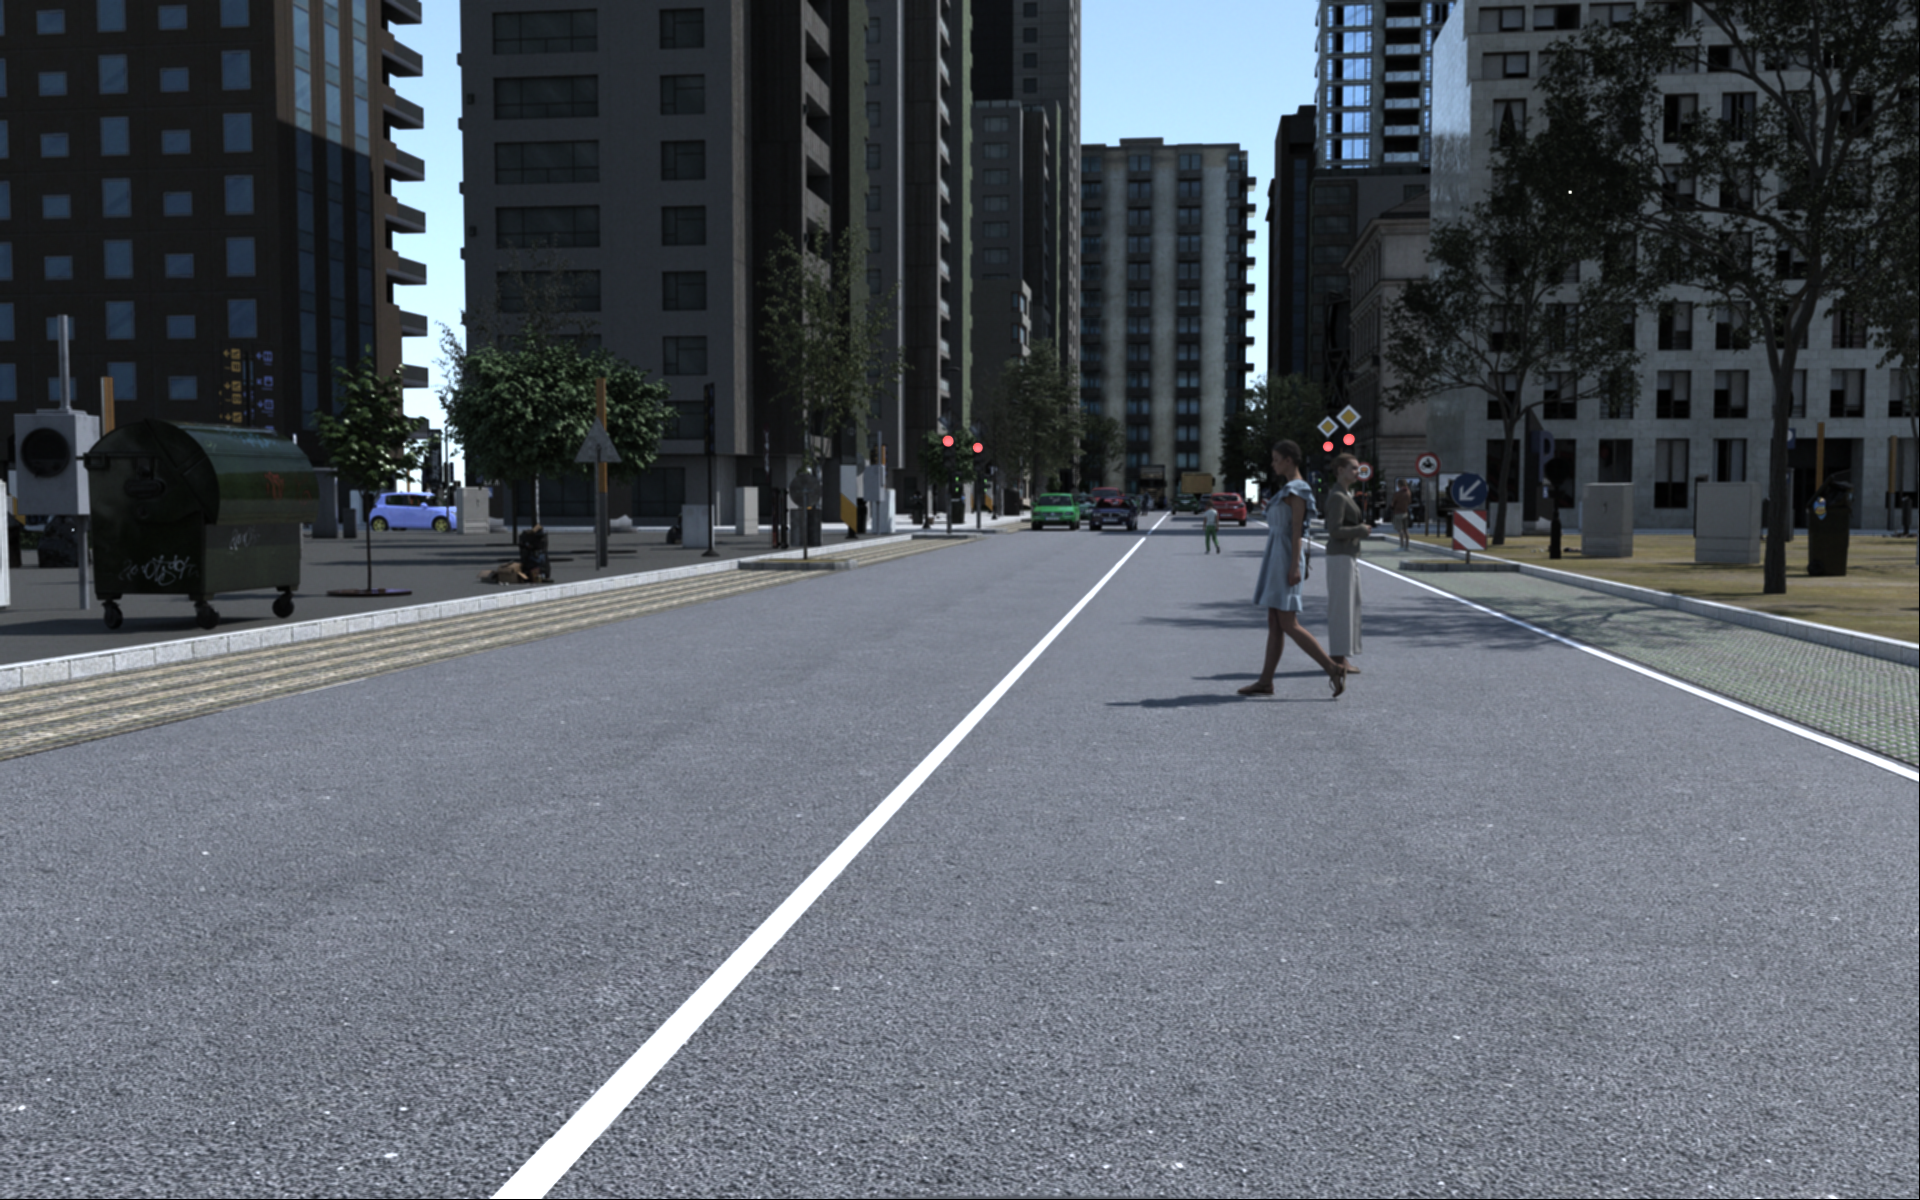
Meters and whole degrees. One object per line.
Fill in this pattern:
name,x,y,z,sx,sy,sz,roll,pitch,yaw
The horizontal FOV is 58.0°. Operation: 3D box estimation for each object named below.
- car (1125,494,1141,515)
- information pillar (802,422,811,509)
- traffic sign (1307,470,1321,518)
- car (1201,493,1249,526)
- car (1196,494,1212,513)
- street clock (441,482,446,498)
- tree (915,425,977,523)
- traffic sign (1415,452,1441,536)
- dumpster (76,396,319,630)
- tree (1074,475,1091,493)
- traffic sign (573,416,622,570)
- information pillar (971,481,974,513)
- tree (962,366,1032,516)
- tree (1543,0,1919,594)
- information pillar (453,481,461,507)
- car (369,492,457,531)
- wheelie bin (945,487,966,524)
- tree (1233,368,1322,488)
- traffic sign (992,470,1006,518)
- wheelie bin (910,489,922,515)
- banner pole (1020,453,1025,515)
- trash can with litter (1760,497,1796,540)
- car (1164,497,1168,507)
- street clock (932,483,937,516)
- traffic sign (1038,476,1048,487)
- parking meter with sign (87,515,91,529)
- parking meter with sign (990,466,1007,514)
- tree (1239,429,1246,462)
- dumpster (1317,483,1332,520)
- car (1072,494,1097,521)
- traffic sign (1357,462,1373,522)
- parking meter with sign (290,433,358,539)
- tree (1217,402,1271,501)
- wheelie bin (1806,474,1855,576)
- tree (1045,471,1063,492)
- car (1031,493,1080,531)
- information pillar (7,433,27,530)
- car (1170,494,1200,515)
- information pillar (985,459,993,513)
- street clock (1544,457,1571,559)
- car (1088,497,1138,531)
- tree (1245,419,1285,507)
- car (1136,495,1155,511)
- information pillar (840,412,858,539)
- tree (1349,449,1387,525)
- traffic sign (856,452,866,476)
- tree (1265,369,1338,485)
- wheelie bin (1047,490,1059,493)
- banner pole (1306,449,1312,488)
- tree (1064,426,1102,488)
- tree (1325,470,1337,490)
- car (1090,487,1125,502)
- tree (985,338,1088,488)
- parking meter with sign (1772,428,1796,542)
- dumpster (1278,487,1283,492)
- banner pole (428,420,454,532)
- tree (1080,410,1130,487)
car,11.722,-6.735,121.913,2.131,1.459,4.920,0,4,8
information pillar,-4.931,-3.937,55.723,0.183,3.616,0.504,1,4,21
traffic sign,18.945,-5.654,92.543,0.768,2.556,0.104,1,4,9
car,11.959,-4.223,78.094,2.155,1.783,4.494,0,4,7
car,19.106,-7.384,132.729,2.014,1.417,4.499,0,4,7
street clock,-30.368,-5.954,101.921,0.358,2.002,0.471,-1,4,-22
tree,-0.430,-5.720,77.229,4.285,4.588,4.351,0,3,0
traffic sign,14.251,-3.223,52.810,0.768,2.556,0.104,1,4,12
dumpster,-7.517,-0.897,17.156,1.502,2.255,1.985,0,4,7
tree,12.063,-10.858,172.130,1.663,3.219,1.824,0,3,0
traffic sign,-6.082,-1.775,29.028,0.884,2.594,0.081,1,4,16
information pillar,0.810,-7.553,114.845,0.183,3.616,0.504,1,4,10
tree,2.246,-9.071,98.678,4.360,8.622,3.978,0,3,0
tree,10.225,-5.349,21.867,7.601,10.594,8.767,-2,4,-35
information pillar,-27.335,-5.486,94.193,0.304,2.012,0.304,3,4,37
car,-19.615,-3.279,63.196,3.694,1.707,1.945,1,4,8
wheelie bin,-0.175,-4.054,74.197,0.980,1.594,0.693,1,4,19
tree,26.293,-13.220,141.902,9.928,11.665,9.643,0,3,0
traffic sign,2.080,-5.670,92.805,0.768,2.556,0.104,1,4,9
wheelie bin,-2.540,-5.714,101.325,0.693,1.594,0.980,-1,4,-8
banner pole,3.783,-7.120,106.429,0.401,3.779,0.863,1,4,13
trash can with litter,22.460,-2.311,48.849,2.233,1.210,1.678,1,4,18
car,22.410,-11.339,194.980,1.945,1.707,3.694,1,4,9
street clock,-1.502,-6.034,103.230,0.358,2.002,0.471,0,4,-2
traffic sign,5.737,-7.329,119.932,0.768,2.556,0.104,1,4,13
parking meter with sign,-23.529,-3.191,48.440,1.738,3.016,0.543,-3,5,-43
parking meter with sign,2.636,-6.939,109.712,0.543,3.016,1.738,2,4,35
tree,30.396,-13.819,176.302,4.360,8.622,3.978,0,3,0
dumpster,18.649,-4.978,87.145,1.264,1.857,1.865,0,4,7
car,5.747,-4.354,82.994,2.131,1.459,4.920,0,4,7
traffic sign,16.054,-4.206,68.871,0.768,2.556,0.104,1,4,12
parking meter with sign,-18.326,-3.283,49.944,1.738,3.016,0.543,-1,4,-10
tree,35.424,-18.036,213.011,7.486,12.596,7.792,0,3,0
wheelie bin,13.713,-1.186,27.301,0.693,1.594,0.980,2,4,27
tree,7.282,-8.754,137.726,1.663,3.219,1.824,0,3,0
car,3.855,-3.709,69.438,1.959,1.807,4.718,0,4,7
information pillar,-32.880,-4.221,60.375,0.504,3.616,0.183,-2,4,-24
car,15.700,-6.669,120.838,2.131,1.459,4.920,0,4,7
information pillar,1.932,-7.574,115.184,0.504,3.616,0.183,1,4,16
street clock,11.772,-1.811,34.188,0.471,2.002,0.358,1,4,10
car,6.111,-3.434,68.721,1.945,1.354,3.894,1,4,9
tree,28.459,-12.725,158.415,4.360,8.622,3.978,0,3,0
car,15.715,-8.332,148.593,2.083,1.381,4.827,0,4,7
information pillar,-3.183,-3.562,49.600,0.504,3.616,0.183,-2,4,-25
tree,17.071,-4.790,72.926,1.663,3.219,1.824,0,3,0
traffic sign,-3.197,-3.160,51.780,0.768,2.556,0.104,1,4,17
tree,20.457,-9.300,102.414,4.737,8.622,4.395,0,3,0
wheelie bin,7.300,-7.610,132.337,0.980,1.594,0.693,0,4,3
banner pole,19.371,-6.492,96.156,0.401,3.779,0.863,2,4,33
tree,13.065,-14.398,185.765,4.360,8.622,3.978,0,3,0
tree,17.634,-5.226,80.045,1.663,3.219,1.824,0,3,0
car,8.063,-5.365,96.395,2.281,1.827,5.304,0,4,8
tree,5.585,-12.678,125.412,7.486,12.596,7.792,0,3,0
parking meter with sign,22.225,-3.082,46.659,0.543,3.016,1.738,2,4,29
dumpster,23.546,-7.278,124.756,1.264,1.857,1.865,0,4,7
banner pole,-17.568,-4.191,58.542,0.863,3.779,0.401,0,4,1
tree,17.530,-17.727,215.585,9.928,11.665,9.643,0,3,0
